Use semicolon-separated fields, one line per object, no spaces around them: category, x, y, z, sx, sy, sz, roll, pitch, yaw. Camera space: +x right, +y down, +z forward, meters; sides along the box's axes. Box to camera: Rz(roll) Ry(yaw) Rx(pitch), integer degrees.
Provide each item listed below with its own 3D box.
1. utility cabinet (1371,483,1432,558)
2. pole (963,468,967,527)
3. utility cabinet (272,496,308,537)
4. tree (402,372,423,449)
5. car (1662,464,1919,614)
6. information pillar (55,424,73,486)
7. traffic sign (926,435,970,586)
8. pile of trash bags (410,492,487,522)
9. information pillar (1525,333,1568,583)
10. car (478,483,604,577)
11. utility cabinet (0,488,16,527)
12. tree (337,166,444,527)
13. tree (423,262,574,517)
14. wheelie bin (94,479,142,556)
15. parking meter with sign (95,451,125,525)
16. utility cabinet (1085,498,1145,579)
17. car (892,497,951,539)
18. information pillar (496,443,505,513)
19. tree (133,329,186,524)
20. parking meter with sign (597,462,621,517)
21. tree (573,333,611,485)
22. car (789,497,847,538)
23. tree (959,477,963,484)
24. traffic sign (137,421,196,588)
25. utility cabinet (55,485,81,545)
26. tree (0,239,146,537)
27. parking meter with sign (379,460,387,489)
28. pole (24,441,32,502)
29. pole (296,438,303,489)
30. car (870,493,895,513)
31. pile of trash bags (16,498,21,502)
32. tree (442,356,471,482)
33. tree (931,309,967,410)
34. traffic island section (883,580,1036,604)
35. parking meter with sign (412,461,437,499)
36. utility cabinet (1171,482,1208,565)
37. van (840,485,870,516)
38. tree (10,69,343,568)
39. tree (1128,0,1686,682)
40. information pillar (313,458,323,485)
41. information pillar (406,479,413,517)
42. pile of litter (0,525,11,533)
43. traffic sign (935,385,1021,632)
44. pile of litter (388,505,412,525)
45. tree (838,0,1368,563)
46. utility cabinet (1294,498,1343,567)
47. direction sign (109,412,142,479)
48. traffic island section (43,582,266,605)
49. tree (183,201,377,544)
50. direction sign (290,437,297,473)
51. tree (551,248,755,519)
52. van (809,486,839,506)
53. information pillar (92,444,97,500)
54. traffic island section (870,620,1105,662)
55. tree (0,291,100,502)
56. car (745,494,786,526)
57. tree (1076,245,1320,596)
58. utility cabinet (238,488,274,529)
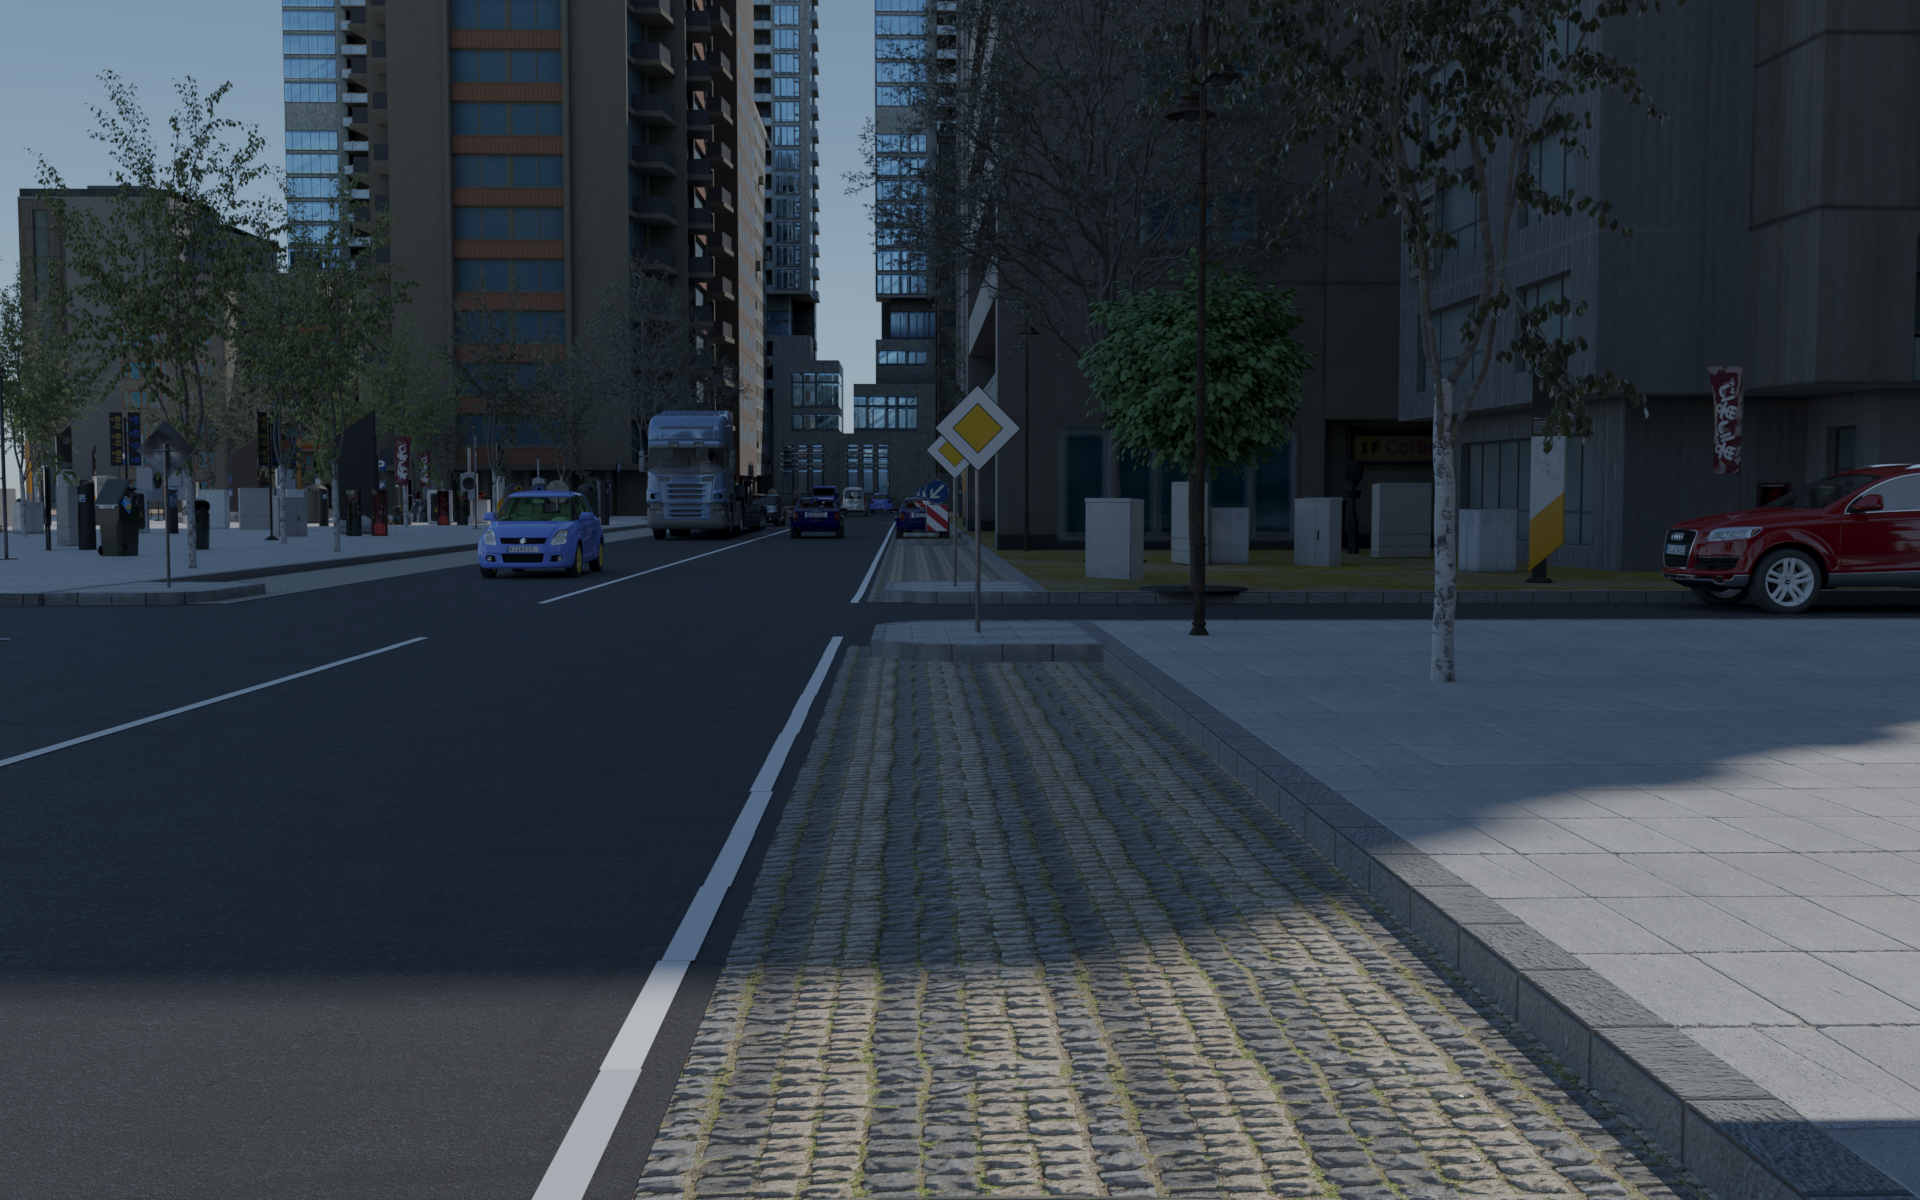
utility cabinet;8.822;-1.588;34.647;1.173;1.500;0.318;-1;4;-17
pole;0.208;-4.549;68.224;0.158;3.312;0.155;0;3;0
utility cabinet;-20.180;-2.510;52.198;0.306;1.237;1.020;2;4;32
tree;-28.778;-8.914;96.105;4.360;8.622;3.978;0;3;0
car;11.519;-0.790;21.585;5.304;1.827;2.281;0;4;0
information pillar;-29.944;-4.074;57.960;0.504;3.616;0.183;-3;4;-37
traffic sign;-0.072;-1.246;24.018;0.795;2.450;0.064;0;4;-2
pile of trash bags;-23.777;-4.330;80.543;3.447;1.369;1.912;-2;4;-25
information pillar;8.435;-2.050;24.875;0.504;3.616;0.183;2;4;35
car;-7.445;-1.305;30.932;1.945;1.707;3.694;0;4;-3
utility cabinet;-37.301;-3.579;67.203;0.318;1.500;1.173;3;4;37
tree;-14.054;-5.366;38.100;4.737;8.622;4.395;0;3;0
tree;-14.837;-6.458;55.952;4.360;8.622;3.978;0;3;0
wheelie bin;-17.460;-1.714;35.933;0.980;1.594;0.693;1;4;20
parking meter with sign;-34.880;-4.561;70.841;1.738;3.016;0.543;2;4;29
utility cabinet;2.362;-0.936;26.463;0.306;1.237;1.020;-3;4;-38
car;-1.239;-2.658;56.044;1.945;1.354;3.894;0;4;-3
information pillar;-20.818;-5.326;78.435;0.183;3.616;0.504;2;4;23
tree;-33.649;-7.583;74.350;4.360;8.622;3.978;0;3;0
parking meter with sign;-19.660;-6.081;95.691;1.738;3.016;0.543;0;4;8
tree;-17.068;-7.582;74.334;4.360;8.622;3.978;0;3;0
car;-4.715;-2.745;57.462;1.945;1.354;3.894;0;4;-3
tree;0.639;-6.558;101.830;1.663;3.219;1.824;0;3;0
traffic sign;-10.862;-1.228;23.723;0.795;2.450;0.064;0;4;-2
utility cabinet;-22.129;-2.104;43.074;0.318;1.500;1.173;-1;4;-9
tree;-28.062;-6.218;52.027;4.737;8.622;4.395;0;3;0
parking meter with sign;-29.312;-5.595;87.743;0.543;3.016;1.738;-1;4;-21
pole;-36.023;-4.474;66.997;0.158;3.312;0.155;0;3;0
pole;-24.015;-4.230;63.010;0.158;3.312;0.155;0;3;0
car;-5.895;-7.400;130.576;1.945;1.707;3.694;0;3;0
pile of trash bags;-53.167;-5.260;95.749;3.447;1.369;1.912;-3;4;-36
tree;-21.195;-7.102;66.477;4.737;8.622;4.395;0;3;0
tree;1.062;-7.029;65.288;4.360;8.622;3.978;0;3;0
traffic island section;-0.048;-0.111;24.096;2.009;0.180;2.903;0;4;-2
parking meter with sign;-28.446;-5.917;92.999;1.738;3.016;0.543;-1;4;-13
utility cabinet;4.179;-1.394;31.477;0.318;1.500;1.173;-1;4;-11
van;-6.837;-6.443;112.359;2.013;2.044;4.112;0;4;-1
tree;-13.529;-4.851;29.679;4.737;8.622;4.395;0;3;0
tree;3.142;-3.736;11.451;4.360;8.622;3.978;0;3;0
information pillar;-34.136;-6.171;92.244;0.504;3.616;0.183;-1;4;-22
information pillar;-26.030;-4.722;81.700;0.304;2.012;0.304;2;4;34
pile of litter;-32.210;-2.645;57.219;1.176;0.858;1.719;3;5;40
traffic sign;0.163;-0.758;16.036;0.795;2.450;0.064;0;4;-2
pile of litter;-23.402;-3.518;71.486;1.719;0.858;1.176;-3;4;-37
tree;2.851;-7.454;32.238;12.009;13.543;11.850;0;3;0
utility cabinet;6.421;-1.221;31.121;0.306;1.237;1.020;-2;4;-27
direction sign;-23.077;-3.422;47.953;0.876;3.537;0.379;0;4;5
traffic island section;-10.885;-0.092;23.784;2.009;0.180;2.903;0;4;-2
tree;-17.261;-5.765;44.613;4.360;8.622;3.978;0;3;0
direction sign;-26.861;-4.719;69.146;0.876;3.537;0.379;-2;4;-35
tree;-15.725;-10.846;87.709;12.009;13.543;11.850;0;3;0
van;-10.020;-7.585;128.391;2.240;2.365;5.245;0;4;-2
information pillar;-40.540;-5.492;81.149;0.183;3.616;0.504;-1;4;-15
traffic island section;0.186;0.377;16.114;2.009;0.180;2.903;0;4;-2
tree;-33.379;-6.878;62.812;4.360;8.622;3.978;0;3;0
car;-8.848;-4.168;77.934;2.009;1.686;4.222;0;4;0
tree;3.189;-2.407;23.072;4.285;4.588;4.351;0;3;0
utility cabinet;-25.319;-3.283;62.352;1.173;1.500;0.318;-2;4;-31
